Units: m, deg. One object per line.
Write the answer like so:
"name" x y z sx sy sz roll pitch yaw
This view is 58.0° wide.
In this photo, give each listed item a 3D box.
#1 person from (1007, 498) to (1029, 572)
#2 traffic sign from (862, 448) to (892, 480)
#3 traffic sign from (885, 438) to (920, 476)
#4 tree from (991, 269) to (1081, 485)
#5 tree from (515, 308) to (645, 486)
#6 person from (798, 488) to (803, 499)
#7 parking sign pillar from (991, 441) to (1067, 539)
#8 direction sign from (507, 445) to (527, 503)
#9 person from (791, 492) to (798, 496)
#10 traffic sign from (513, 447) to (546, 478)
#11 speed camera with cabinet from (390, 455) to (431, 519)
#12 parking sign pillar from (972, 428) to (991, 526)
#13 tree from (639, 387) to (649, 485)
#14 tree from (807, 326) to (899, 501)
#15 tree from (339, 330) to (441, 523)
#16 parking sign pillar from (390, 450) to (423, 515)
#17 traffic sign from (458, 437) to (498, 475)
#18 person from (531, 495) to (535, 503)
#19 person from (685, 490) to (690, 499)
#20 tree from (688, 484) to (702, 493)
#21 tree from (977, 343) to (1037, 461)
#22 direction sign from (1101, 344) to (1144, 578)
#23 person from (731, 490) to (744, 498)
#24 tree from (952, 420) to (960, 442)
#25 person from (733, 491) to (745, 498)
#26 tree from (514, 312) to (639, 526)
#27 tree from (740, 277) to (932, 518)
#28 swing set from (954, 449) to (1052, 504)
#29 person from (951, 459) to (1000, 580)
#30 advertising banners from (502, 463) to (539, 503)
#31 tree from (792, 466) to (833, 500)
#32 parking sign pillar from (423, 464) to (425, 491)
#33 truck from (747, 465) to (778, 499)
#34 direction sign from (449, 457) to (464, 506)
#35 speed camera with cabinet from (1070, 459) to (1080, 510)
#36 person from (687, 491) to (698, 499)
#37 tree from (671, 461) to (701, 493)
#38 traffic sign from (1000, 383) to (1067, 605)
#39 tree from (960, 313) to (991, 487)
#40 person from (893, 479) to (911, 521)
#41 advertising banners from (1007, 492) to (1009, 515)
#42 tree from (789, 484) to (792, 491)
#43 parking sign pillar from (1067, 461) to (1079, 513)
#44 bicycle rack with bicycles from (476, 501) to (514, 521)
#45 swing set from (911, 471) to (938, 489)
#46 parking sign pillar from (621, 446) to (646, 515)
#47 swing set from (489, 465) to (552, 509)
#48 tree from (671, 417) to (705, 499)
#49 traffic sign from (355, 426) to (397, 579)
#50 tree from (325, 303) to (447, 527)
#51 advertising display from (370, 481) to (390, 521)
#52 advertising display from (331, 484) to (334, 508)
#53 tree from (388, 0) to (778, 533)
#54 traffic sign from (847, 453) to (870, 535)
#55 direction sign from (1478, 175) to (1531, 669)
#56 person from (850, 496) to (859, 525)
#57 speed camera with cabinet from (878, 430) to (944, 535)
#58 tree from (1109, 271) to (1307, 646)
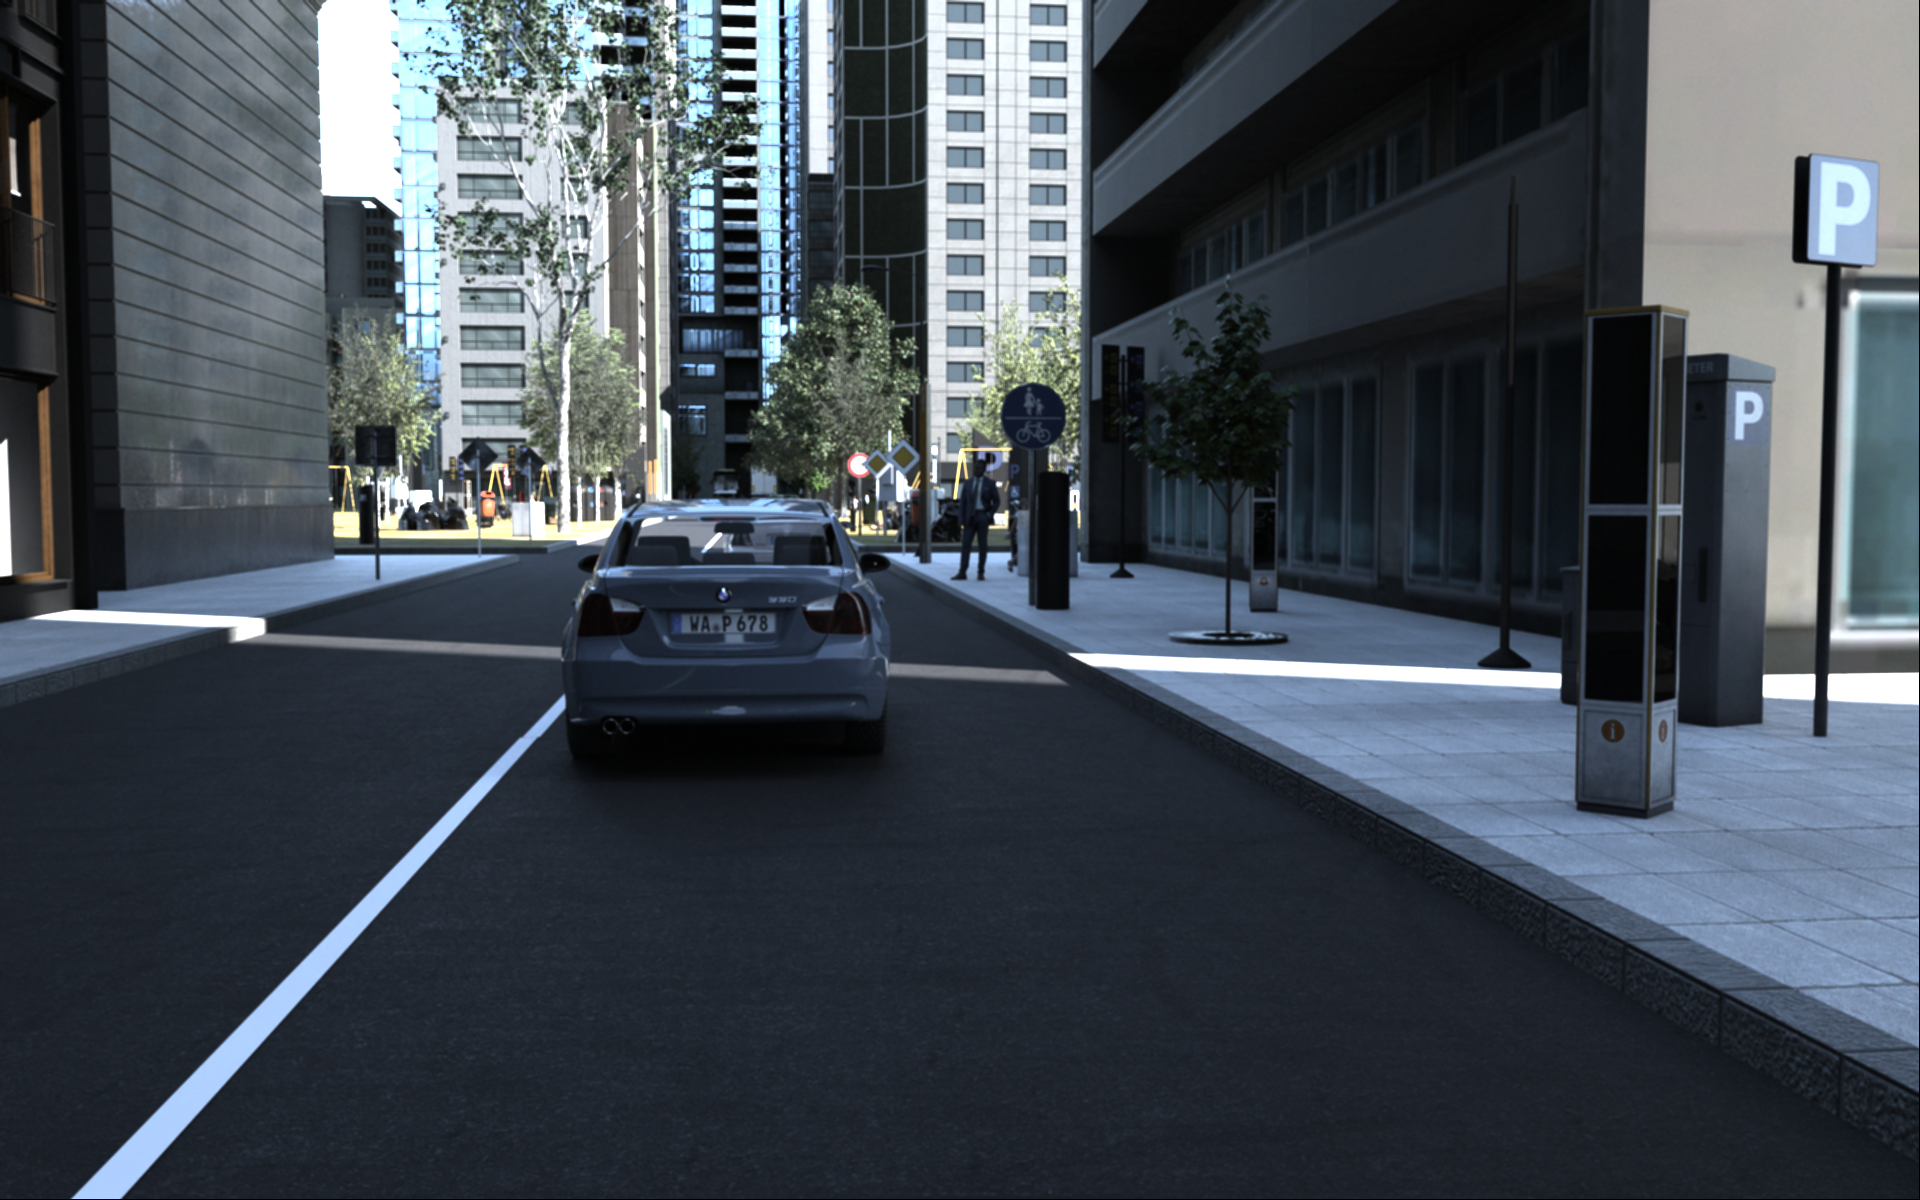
"person" 1.042 -1.067 28.501 0.505 1.210 0.382 -3 5 -39
"traffic sign" -2.085 -2.565 44.121 0.795 2.593 0.064 0 4 -7
"traffic sign" -1.157 -2.079 36.190 0.795 2.593 0.064 0 4 -7
"tree" 4.143 -6.330 53.852 4.737 8.622 4.395 0 3 0
"tree" -23.185 -11.474 105.722 7.486 12.596 7.792 0 3 0
"person" -12.872 -8.105 139.283 0.721 1.736 1.217 0 4 5
"parking sign pillar" 1.971 -3.728 49.426 1.447 3.967 1.447 3 5 41
"direction sign" -20.489 -5.398 80.248 0.876 3.537 0.379 -1 4 -12
"person" -17.387 -10.695 181.462 0.990 1.755 0.434 1 4 9
"traffic sign" -10.723 -2.504 43.134 0.795 2.593 0.064 0 4 -7
"speed camera with cabinet" -28.259 -5.798 89.133 0.660 3.252 2.038 3 5 40
"parking sign pillar" 1.181 -5.032 70.749 1.447 3.967 1.447 -2 4 -23
"tree" -16.454 -7.783 77.607 4.360 8.622 3.978 0 3 0
"tree" -4.683 -7.658 75.568 4.360 8.622 3.978 0 3 0
"tree" -25.825 -7.790 77.732 4.737 8.622 4.395 0 3 0
"parking sign pillar" -33.893 -7.139 105.194 1.447 3.967 1.447 2 4 35
"traffic sign" -9.795 -2.019 35.203 0.795 2.593 0.064 0 4 -7
"person" -16.100 -3.331 65.183 0.352 1.250 0.332 2 4 28
"person" -29.298 -10.971 186.135 0.721 1.743 1.217 1 4 13
"tree" -29.689 -12.205 194.157 1.663 3.219 1.824 0 3 0
"tree" 2.763 -8.069 82.296 4.360 8.622 3.978 0 3 0
"direction sign" 2.494 -2.114 26.562 0.876 3.537 0.379 -3 4 -39
"person" -19.439 -8.743 151.456 1.348 1.822 0.705 0 3 0
"tree" 1.934 -9.856 111.505 4.737 8.622 4.395 0 3 0
"person" -20.262 -9.141 158.747 1.217 1.735 0.721 0 4 -2
"tree" -15.494 -7.264 69.136 4.360 8.622 3.978 0 3 0
"tree" -6.270 -10.674 91.528 9.611 12.733 9.660 0 3 0
"swing set" 1.530 -3.818 60.045 3.119 2.851 2.862 1 4 17
"person" 0.239 -1.205 25.932 0.721 1.800 0.419 1 4 10
"advertising banners" -24.340 -6.108 96.058 2.074 3.025 0.090 0 4 -2
"tree" -8.564 -6.593 102.402 1.663 3.219 1.824 0 3 0
"parking sign pillar" -35.513 -7.605 112.807 1.447 3.967 1.447 1 4 14
"truck" -18.096 -10.420 159.282 2.839 4.237 11.283 0 4 -7
"direction sign" -30.640 -6.942 105.501 0.876 3.537 0.379 0 4 2
"speed camera with cabinet" 6.213 -6.110 94.237 0.660 3.252 2.038 2 4 26
"person" -26.862 -10.274 173.954 1.348 1.831 0.705 2 4 29
"tree" -27.086 -11.393 169.985 4.285 4.588 4.351 0 3 0
"traffic sign" 0.836 -1.213 19.932 0.768 2.556 0.104 0 4 -6
"tree" 2.336 -6.998 64.772 4.737 8.622 4.395 0 3 0
"person" -1.946 -3.269 59.594 0.694 1.812 0.767 0 4 -7
"advertising banners" 3.812 -6.614 104.324 2.074 3.025 0.090 -1 4 -16
"tree" -15.908 -10.665 168.975 1.663 3.219 1.824 0 3 0
"parking sign pillar" 7.473 -8.007 119.393 1.447 3.967 1.447 3 5 43
"bicycle rack with bicycles" -22.428 -4.330 84.174 2.852 0.926 2.925 1 4 16
"swing set" -2.005 -6.253 99.851 2.862 2.851 3.119 0 4 3
"parking sign pillar" -18.331 -6.653 97.247 1.447 3.967 1.447 -3 5 -43
"swing set" -23.679 -5.821 92.796 3.119 2.851 2.862 1 4 9
"tree" -26.414 -13.162 165.566 4.737 8.622 4.395 0 3 0
"traffic sign" -8.756 -1.459 25.990 0.606 2.300 0.079 0 4 -2
"tree" -22.486 -7.155 67.352 4.360 8.622 3.978 0 3 0
"advertising display" -27.619 -4.726 82.485 0.974 1.923 0.123 1 4 10
"advertising display" -39.532 -6.358 109.167 0.123 1.923 0.974 -1 4 -22
"tree" -12.159 -12.338 57.616 12.611 20.169 13.585 0 3 0
"traffic sign" -3.099 -3.273 53.622 0.768 2.556 0.104 0 4 -4
"direction sign" 4.054 -1.272 12.793 0.379 3.537 0.876 1 4 17
"person" -4.371 -3.729 71.688 0.332 1.250 0.352 2 4 26
"speed camera with cabinet" -1.505 -3.631 53.701 2.038 3.252 0.660 2 4 26
"tree" 2.392 -1.260 15.198 1.663 3.219 1.824 0 3 0
